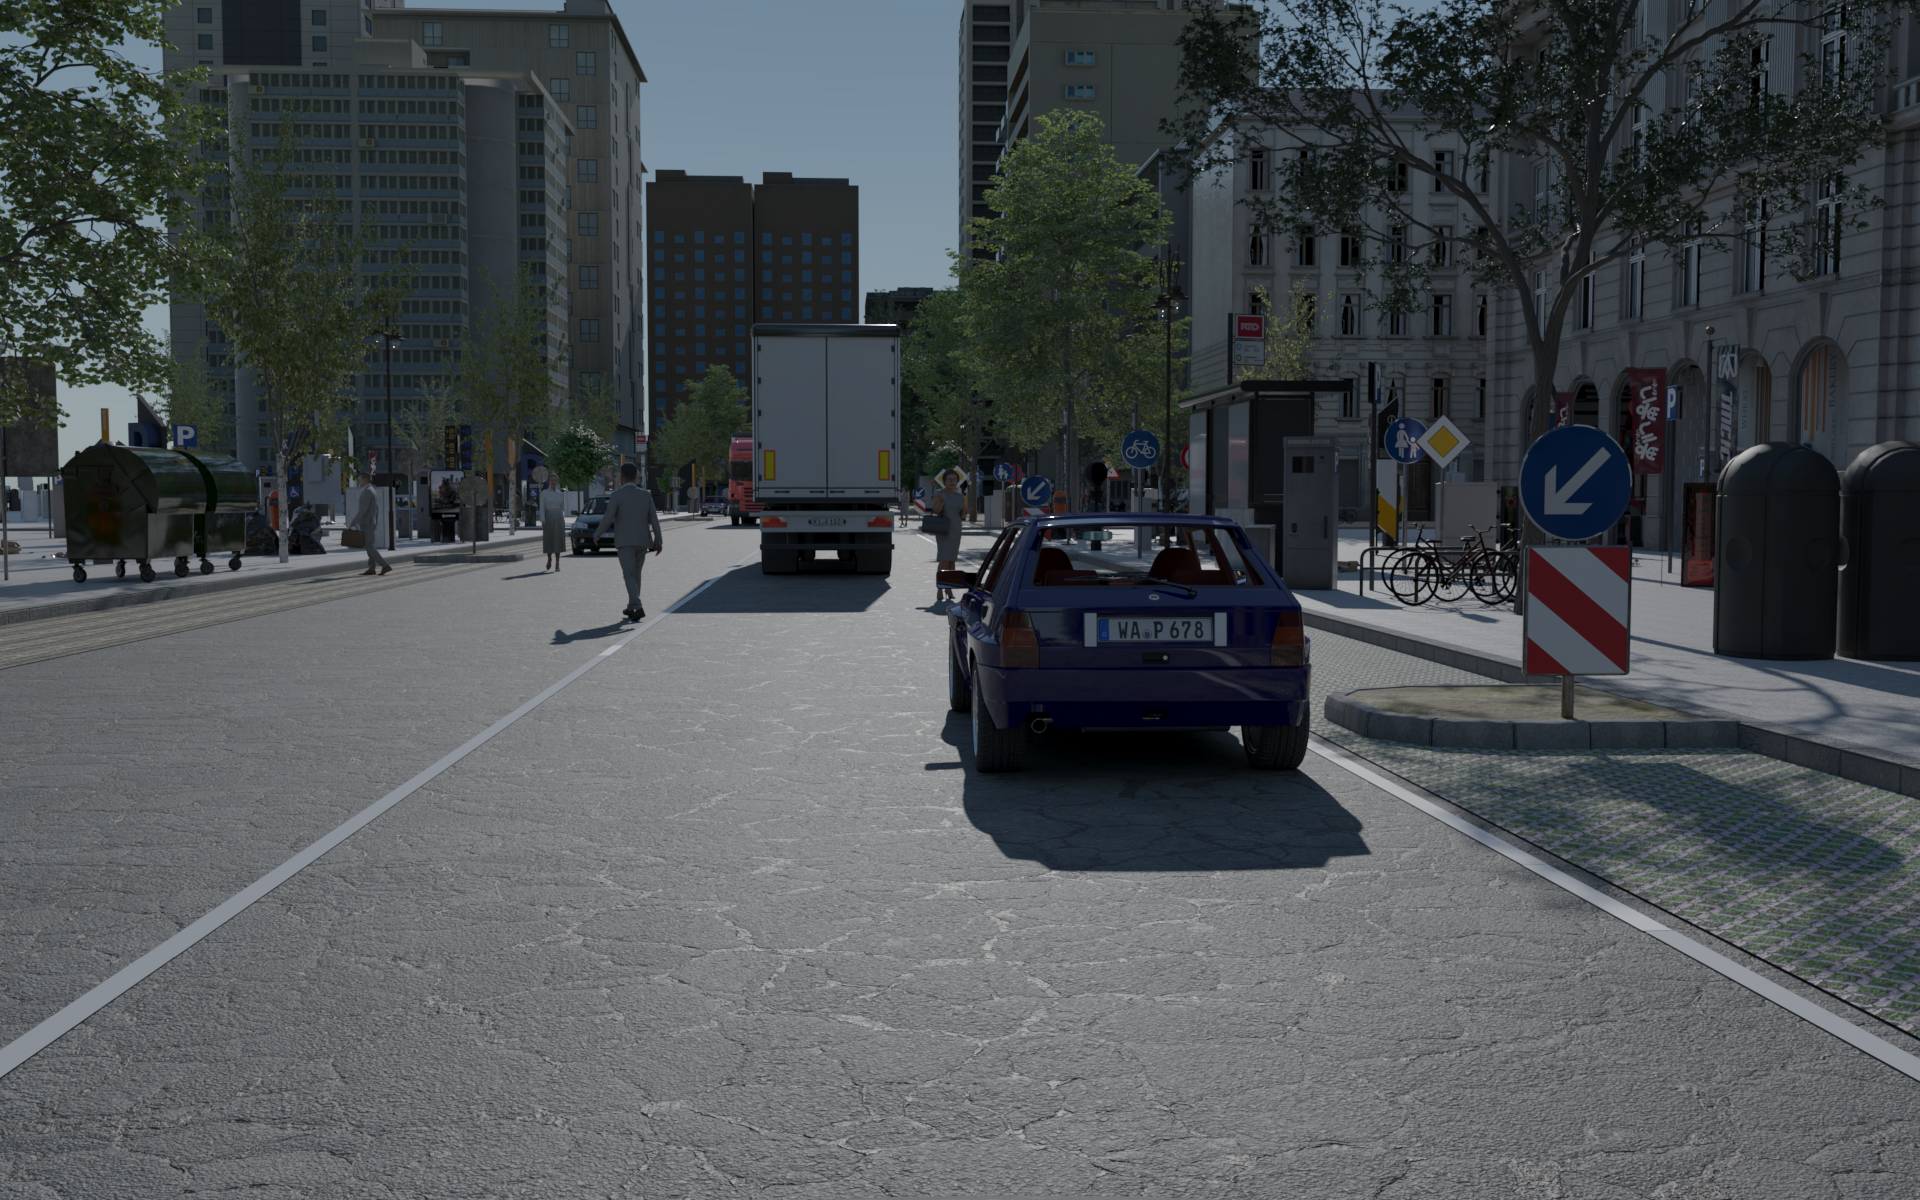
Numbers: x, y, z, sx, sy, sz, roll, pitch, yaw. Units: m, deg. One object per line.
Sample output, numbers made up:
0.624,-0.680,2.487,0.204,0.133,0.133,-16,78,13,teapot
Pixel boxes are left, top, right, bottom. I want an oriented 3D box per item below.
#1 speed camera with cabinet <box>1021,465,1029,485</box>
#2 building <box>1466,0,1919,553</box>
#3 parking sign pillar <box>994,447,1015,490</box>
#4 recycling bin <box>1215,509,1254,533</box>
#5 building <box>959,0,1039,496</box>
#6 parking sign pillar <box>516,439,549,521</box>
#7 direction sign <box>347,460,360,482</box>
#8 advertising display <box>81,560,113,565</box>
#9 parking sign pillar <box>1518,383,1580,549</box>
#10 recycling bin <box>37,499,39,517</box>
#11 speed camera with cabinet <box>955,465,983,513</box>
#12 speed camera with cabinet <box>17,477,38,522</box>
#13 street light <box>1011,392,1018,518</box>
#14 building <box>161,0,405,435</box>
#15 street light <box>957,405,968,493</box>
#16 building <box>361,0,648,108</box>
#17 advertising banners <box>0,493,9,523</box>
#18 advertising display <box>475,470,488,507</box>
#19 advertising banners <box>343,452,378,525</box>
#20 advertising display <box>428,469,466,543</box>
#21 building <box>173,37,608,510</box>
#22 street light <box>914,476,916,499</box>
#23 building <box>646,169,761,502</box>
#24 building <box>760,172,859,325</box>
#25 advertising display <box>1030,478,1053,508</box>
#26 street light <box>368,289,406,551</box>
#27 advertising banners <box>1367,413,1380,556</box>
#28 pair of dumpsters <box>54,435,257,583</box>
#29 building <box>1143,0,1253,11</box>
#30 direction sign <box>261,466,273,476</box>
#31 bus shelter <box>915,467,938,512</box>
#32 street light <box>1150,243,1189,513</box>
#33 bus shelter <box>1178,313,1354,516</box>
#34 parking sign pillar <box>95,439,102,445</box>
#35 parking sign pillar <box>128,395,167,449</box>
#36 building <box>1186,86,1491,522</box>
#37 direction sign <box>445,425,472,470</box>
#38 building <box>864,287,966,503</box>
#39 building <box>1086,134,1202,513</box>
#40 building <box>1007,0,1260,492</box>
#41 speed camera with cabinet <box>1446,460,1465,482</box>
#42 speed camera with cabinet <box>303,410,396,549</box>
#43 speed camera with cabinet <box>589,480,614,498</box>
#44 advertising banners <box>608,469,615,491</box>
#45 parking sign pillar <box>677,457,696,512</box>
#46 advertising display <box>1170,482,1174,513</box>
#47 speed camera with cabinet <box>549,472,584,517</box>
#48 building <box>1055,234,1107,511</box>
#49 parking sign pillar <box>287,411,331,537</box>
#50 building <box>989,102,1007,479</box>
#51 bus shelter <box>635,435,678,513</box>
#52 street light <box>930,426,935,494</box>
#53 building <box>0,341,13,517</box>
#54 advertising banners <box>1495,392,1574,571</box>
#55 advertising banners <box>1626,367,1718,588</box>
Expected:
4.330,-7.557,117.892,0.660,3.252,2.038,-1,4,-11,speed camera with cabinet
21.444,-11.957,37.303,13.314,21.916,24.055,0,4,-4,building
2.555,-6.561,95.736,1.447,3.967,1.447,1,4,14,parking sign pillar
4.824,-1.063,29.937,0.722,1.027,0.722,0,4,-3,recycling bin
10.643,-49.555,248.474,20.611,71.187,20.563,0,4,-4,building
-20.633,-5.848,84.081,1.447,3.967,1.447,1,4,9,parking sign pillar
-40.384,-7.547,115.384,0.876,3.537,0.379,1,4,9,direction sign
-15.721,-1.621,31.725,0.123,1.923,0.974,1,4,21,advertising display
13.538,-3.144,39.873,1.447,3.967,1.447,0,4,5,parking sign pillar
-51.939,-5.147,96.704,0.722,1.027,0.722,-3,5,-40,recycling bin
0.549,-7.619,118.906,2.038,3.252,0.660,2,4,32,speed camera with cabinet
-43.097,-5.242,80.042,0.660,3.252,2.038,-2,4,-34,speed camera with cabinet
1.950,-5.327,59.879,0.468,5.910,1.993,0,4,-4,street light
-73.816,-46.132,192.516,20.611,71.187,20.563,0,4,-4,building
0.117,-7.026,87.656,0.468,5.910,1.993,0,4,-4,street light
-49.513,-36.757,190.217,27.495,52.752,28.713,0,4,-4,building
-43.259,-4.916,76.559,2.074,3.025,0.090,-2,4,-25,advertising banners
-12.928,-2.545,46.825,0.123,1.923,0.974,0,4,-2,advertising display
-24.492,-4.567,70.850,0.090,3.025,2.074,1,4,22,advertising banners
-13.434,-2.457,45.381,0.974,1.923,0.123,-3,5,-39,advertising display
-47.847,-28.142,152.008,32.217,40.220,23.993,0,4,-4,building
-3.707,-10.364,142.233,0.468,5.910,1.993,0,4,-4,street light
-35.752,-36.206,242.085,14.200,45.320,14.600,0,4,-4,building
-21.356,-36.311,243.798,14.200,45.320,14.600,0,4,-4,building
3.246,-3.959,69.936,0.974,1.923,0.123,3,5,41,advertising display
-12.892,-4.057,39.116,0.468,5.910,1.993,0,4,-4,street light
8.798,-2.490,36.898,0.090,3.025,2.074,0,4,8,advertising banners
-12.430,-1.497,26.962,1.574,2.255,4.437,0,4,-4,pair of dumpsters
31.487,-49.648,249.989,20.611,71.187,20.563,0,4,-4,building
-55.699,-9.003,139.196,0.876,3.537,0.379,-1,4,-18,direction sign
-2.068,-7.916,123.356,2.014,3.302,5.546,0,4,-4,bus shelter
3.861,-3.628,32.111,0.468,5.910,1.993,0,4,-4,street light
5.913,-3.578,36.137,2.179,5.291,8.768,0,4,-4,bus shelter
-41.770,-5.804,83.365,1.447,3.967,1.447,1,4,8,parking sign pillar
-21.996,-3.577,46.950,1.447,3.967,1.447,3,4,38,parking sign pillar
21.006,-14.421,84.930,18.267,20.994,9.793,0,4,-4,building
-16.512,-3.979,57.058,0.876,3.537,0.379,0,4,3,direction sign
-6.466,-28.952,245.067,14.107,30.474,14.160,0,4,-4,building
17.042,-17.777,109.728,14.314,24.678,30.058,0,4,-4,building
16.188,-33.300,168.157,21.300,48.544,21.600,0,4,-4,building
20.571,-4.685,70.941,0.660,3.252,2.038,0,4,-8,speed camera with cabinet
-14.358,-2.837,40.726,2.038,3.252,0.660,1,4,9,speed camera with cabinet
-19.459,-6.179,95.367,2.038,3.252,0.660,2,4,29,speed camera with cabinet
-18.161,-5.955,93.549,2.074,3.025,0.090,0,4,7,advertising banners
-19.975,-8.452,126.668,1.447,3.967,1.447,-2,4,-28,parking sign pillar
11.367,-5.383,93.232,0.123,1.923,0.974,2,4,30,advertising display
-22.325,-6.325,97.745,2.038,3.252,0.660,-2,4,-34,speed camera with cabinet
13.349,-18.694,134.524,11.050,23.489,19.941,0,4,-4,building
-19.780,-3.897,52.189,1.447,3.967,1.447,0,4,5,parking sign pillar
15.802,-35.140,194.155,23.786,49.044,30.456,0,4,-4,building
-21.107,-8.728,120.342,2.179,5.291,8.768,0,4,-4,bus shelter
-1.790,-8.712,115.227,0.468,5.910,1.993,0,4,-4,street light
-35.261,-12.494,40.428,21.152,22.565,11.583,0,4,-4,building
9.744,-2.025,29.292,2.074,3.025,0.090,-3,4,-37,advertising banners
10.209,-1.685,23.744,2.074,3.025,0.090,1,4,21,advertising banners
